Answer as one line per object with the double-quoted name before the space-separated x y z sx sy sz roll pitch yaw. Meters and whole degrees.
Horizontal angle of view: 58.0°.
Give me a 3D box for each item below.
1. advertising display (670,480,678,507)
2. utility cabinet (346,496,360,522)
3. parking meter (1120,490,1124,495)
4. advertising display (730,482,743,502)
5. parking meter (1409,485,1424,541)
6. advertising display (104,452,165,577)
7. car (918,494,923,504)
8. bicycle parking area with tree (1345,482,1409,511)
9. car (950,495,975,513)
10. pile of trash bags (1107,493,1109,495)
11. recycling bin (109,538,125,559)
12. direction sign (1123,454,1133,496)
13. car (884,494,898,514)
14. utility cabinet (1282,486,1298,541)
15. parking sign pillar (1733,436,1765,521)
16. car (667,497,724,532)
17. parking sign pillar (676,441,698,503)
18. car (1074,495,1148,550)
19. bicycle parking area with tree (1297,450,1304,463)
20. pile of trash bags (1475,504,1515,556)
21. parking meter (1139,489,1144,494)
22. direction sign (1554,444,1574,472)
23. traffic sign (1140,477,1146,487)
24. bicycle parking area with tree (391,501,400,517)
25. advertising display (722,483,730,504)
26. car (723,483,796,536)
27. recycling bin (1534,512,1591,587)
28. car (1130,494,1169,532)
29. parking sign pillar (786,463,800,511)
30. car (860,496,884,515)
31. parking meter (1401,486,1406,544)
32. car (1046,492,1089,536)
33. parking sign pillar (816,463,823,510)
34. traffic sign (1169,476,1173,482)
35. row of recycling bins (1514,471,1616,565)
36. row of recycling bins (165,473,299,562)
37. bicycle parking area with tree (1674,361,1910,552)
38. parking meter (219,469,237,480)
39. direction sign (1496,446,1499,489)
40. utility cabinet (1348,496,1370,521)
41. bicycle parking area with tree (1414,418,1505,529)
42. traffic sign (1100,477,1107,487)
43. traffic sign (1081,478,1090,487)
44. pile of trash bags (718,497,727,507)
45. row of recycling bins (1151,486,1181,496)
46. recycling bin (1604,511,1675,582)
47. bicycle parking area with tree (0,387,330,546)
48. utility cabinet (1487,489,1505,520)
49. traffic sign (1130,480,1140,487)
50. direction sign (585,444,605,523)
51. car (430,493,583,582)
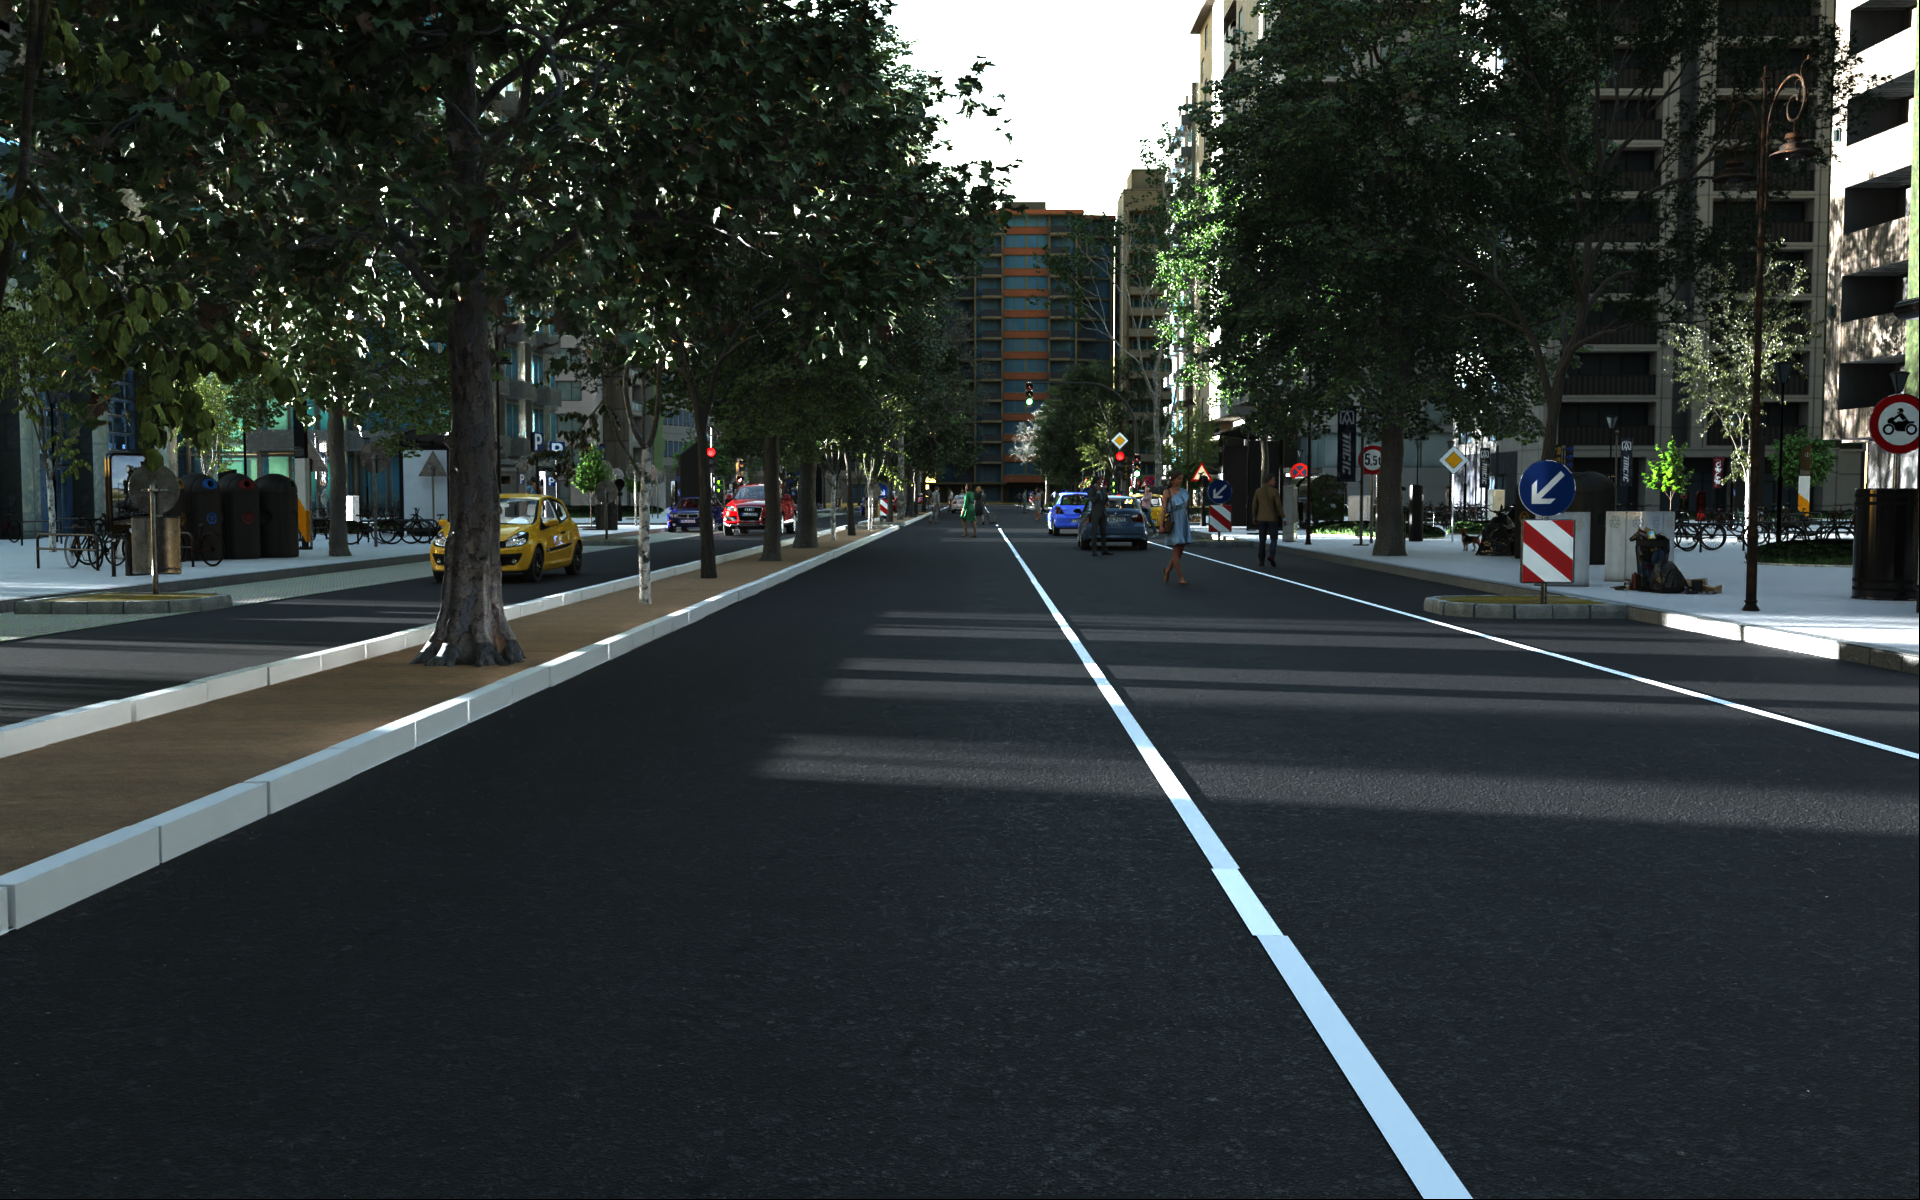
"advertising display" -13.015 -4.504 78.857 0.123 1.923 0.974 -1 4 -22
"utility cabinet" -23.377 -3.379 66.410 0.306 1.237 1.020 -3 5 -42
"parking meter" 10.392 -6.379 112.711 0.372 1.533 0.369 0 3 0
"advertising display" -11.819 -5.315 92.112 0.123 1.923 0.974 1 4 20
"parking meter" 12.385 -2.361 47.012 0.372 1.533 0.369 0 3 0
"advertising display" -12.964 -1.348 27.250 0.123 1.923 0.974 2 4 27
"car" -5.318 -12.999 221.566 2.155 1.783 4.494 0 4 1
"bicycle parking area with tree" 24.890 -6.386 91.410 8.231 4.147 9.016 -3 5 -43
"car" 0.279 -7.251 130.910 2.083 1.381 4.827 0 4 0
"pile of trash bags" 12.114 -7.109 125.980 3.447 1.369 1.912 1 4 21
"recycling bin" -16.383 -1.335 34.374 0.722 1.027 0.722 3 5 40
"direction sign" 9.677 -6.556 99.180 0.876 3.537 0.379 -2 4 -30
"car" -5.607 -7.333 128.937 2.155 1.783 4.494 0 4 -1
"utility cabinet" 8.917 -2.327 46.719 0.318 1.500 1.173 1 4 16
"parking sign pillar" 36.771 -5.646 80.789 1.447 3.967 1.447 0 4 0
"car" -9.996 -3.258 65.843 1.945 1.354 3.894 0 4 2
"parking sign pillar" -12.741 -5.705 81.752 1.447 3.967 1.447 -3 5 -41
"car" 4.037 -2.084 46.076 2.014 1.417 4.499 0 4 2
"bicycle parking area with tree" 23.923 -7.734 113.446 8.231 4.147 9.016 -2 4 -30
"pile of trash bags" 12.532 -1.658 36.853 1.912 1.369 3.447 3 5 45
"parking meter" 9.970 -5.288 94.874 0.372 1.533 0.369 0 3 0
"direction sign" 27.540 -5.328 79.106 0.876 3.537 0.379 2 4 35
"traffic sign" 14.146 -8.064 131.846 0.884 2.594 0.081 0 4 7
"bicycle parking area with tree" -27.567 -6.182 88.078 8.231 4.147 9.016 1 4 20
"advertising display" -13.821 -6.061 104.315 0.974 1.923 0.123 -1 4 -19
"car" -7.044 -3.219 61.296 2.281 1.827 5.304 0 4 2
"recycling bin" 8.464 -0.721 24.348 0.722 1.027 0.722 1 4 19
"car" 6.871 -3.317 64.452 2.015 1.641 3.980 0 4 1
"parking sign pillar" -12.855 -8.932 134.510 1.447 3.967 1.447 1 4 23
"car" -5.895 -6.515 119.104 1.945 1.354 3.894 0 4 0
"parking meter" 9.876 -1.877 39.108 0.372 1.533 0.369 0 3 0
"car" 4.005 -3.130 60.772 1.945 1.707 3.694 0 4 -1
"parking sign pillar" -12.117 -9.520 144.130 1.447 3.967 1.447 0 4 2
"traffic sign" 12.332 -6.057 98.769 0.795 2.593 0.064 0 4 4
"row of recycling bins" 11.546 -1.588 33.069 1.069 1.692 3.534 0 4 -1
"row of recycling bins" -14.525 -1.637 33.879 1.069 1.692 3.534 2 4 27
"bicycle parking area with tree" 19.804 -3.192 39.189 8.231 4.147 9.016 -1 4 -23
"parking meter" -17.291 -2.153 40.905 0.399 1.863 0.255 -1 4 -8
"direction sign" 25.291 -5.480 81.593 0.379 3.537 0.876 1 4 12
"utility cabinet" 16.208 -3.613 70.227 0.306 1.237 1.020 -3 4 -37
"bicycle parking area with tree" 21.198 -4.682 63.556 8.231 4.147 9.016 1 4 19
"traffic sign" 10.759 -8.043 131.616 0.768 2.556 0.104 1 4 10
"traffic sign" 9.594 -8.047 131.579 0.884 2.594 0.081 0 4 3
"pile of trash bags" -14.775 -5.495 99.603 1.912 1.369 3.447 -3 5 -41
"row of recycling bins" 10.215 -4.861 86.598 1.069 1.692 3.534 2 4 31
"recycling bin" 9.971 -0.786 25.412 0.722 1.027 0.722 -3 4 -38
"bicycle parking area with tree" -21.548 -3.595 45.784 8.231 4.147 9.016 1 4 16
"utility cabinet" 24.724 -4.353 79.844 0.318 1.500 1.173 3 5 42
"traffic sign" 13.873 -8.406 137.551 0.768 2.556 0.104 0 4 6
"direction sign" -16.381 -5.250 77.835 0.876 3.537 0.379 0 4 -5
"car" -7.653 -1.171 29.370 2.015 1.641 3.980 0 4 2
